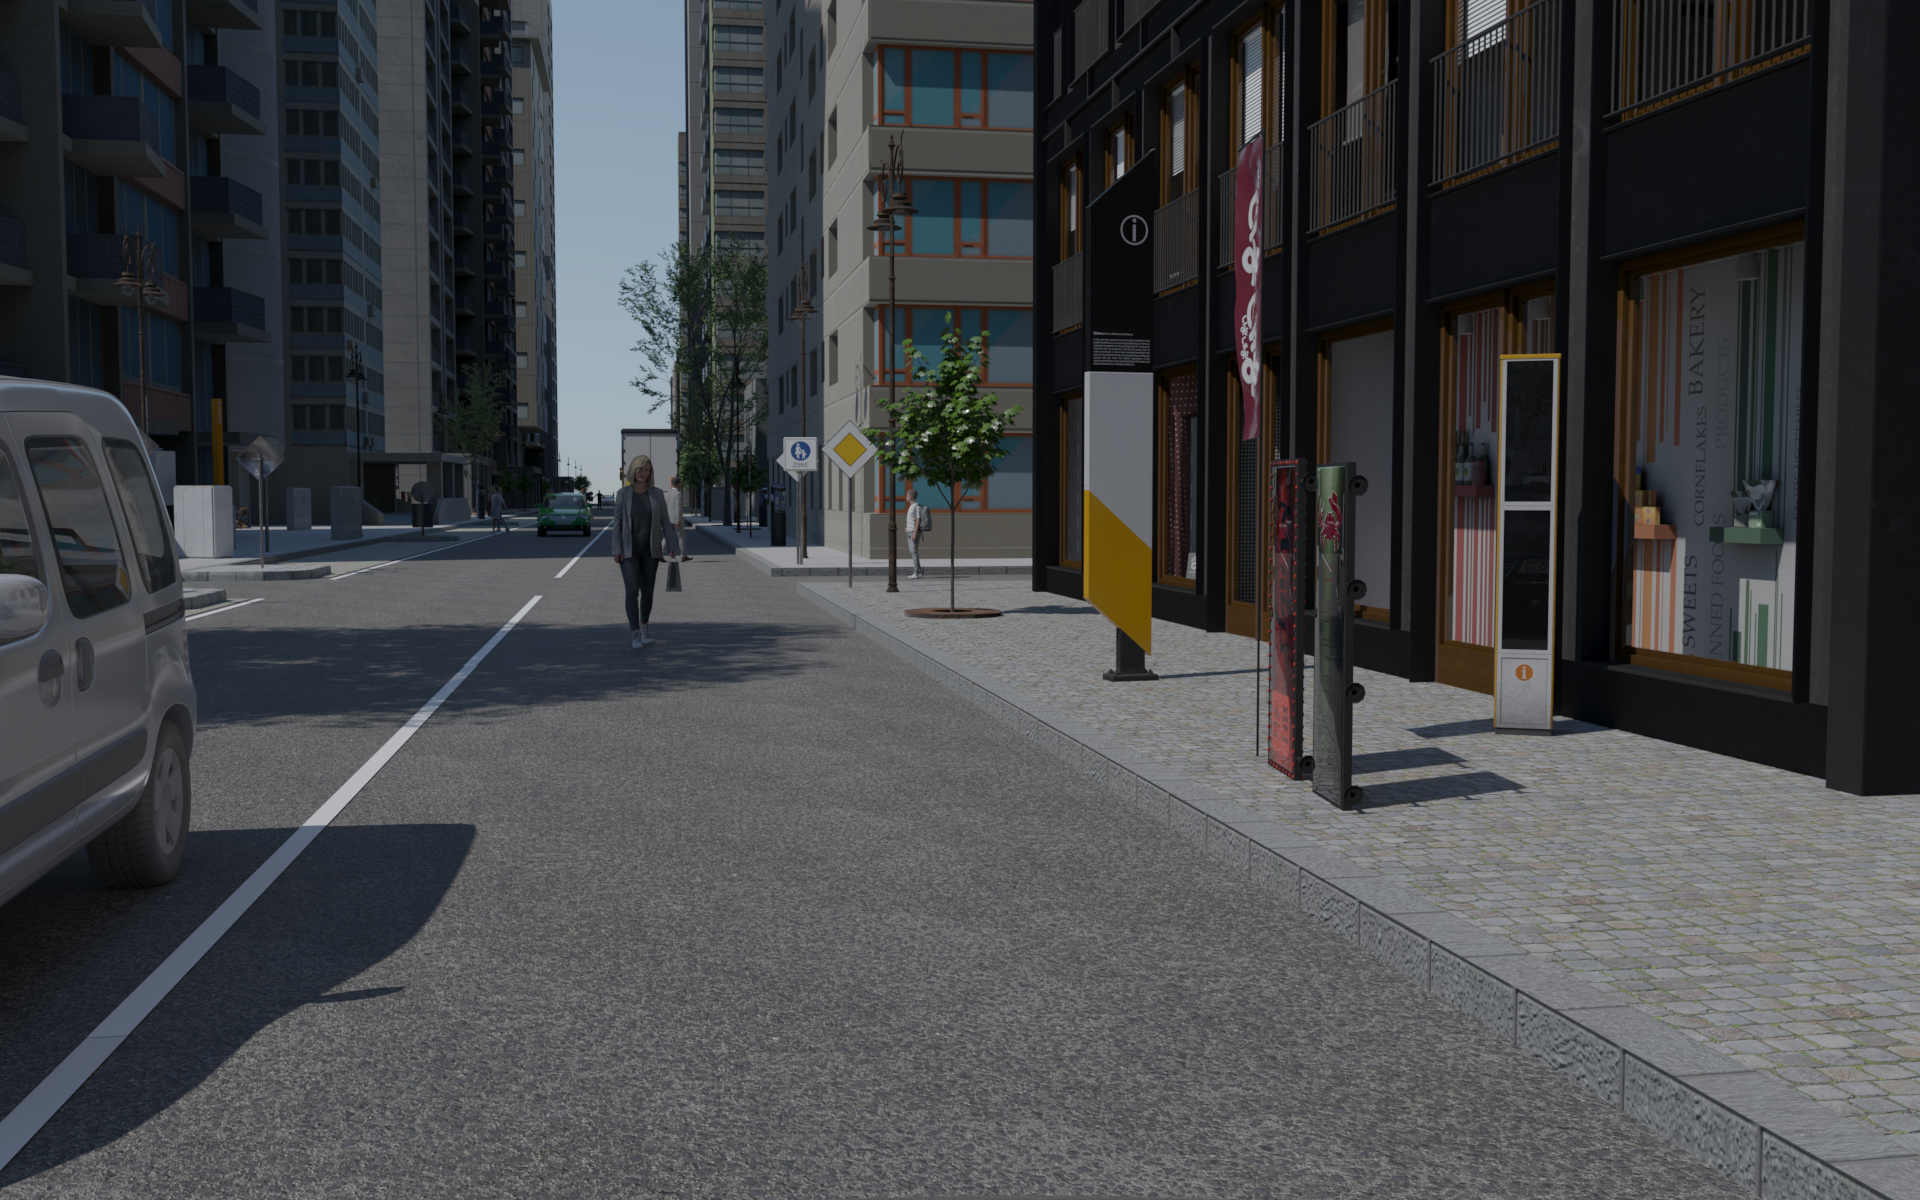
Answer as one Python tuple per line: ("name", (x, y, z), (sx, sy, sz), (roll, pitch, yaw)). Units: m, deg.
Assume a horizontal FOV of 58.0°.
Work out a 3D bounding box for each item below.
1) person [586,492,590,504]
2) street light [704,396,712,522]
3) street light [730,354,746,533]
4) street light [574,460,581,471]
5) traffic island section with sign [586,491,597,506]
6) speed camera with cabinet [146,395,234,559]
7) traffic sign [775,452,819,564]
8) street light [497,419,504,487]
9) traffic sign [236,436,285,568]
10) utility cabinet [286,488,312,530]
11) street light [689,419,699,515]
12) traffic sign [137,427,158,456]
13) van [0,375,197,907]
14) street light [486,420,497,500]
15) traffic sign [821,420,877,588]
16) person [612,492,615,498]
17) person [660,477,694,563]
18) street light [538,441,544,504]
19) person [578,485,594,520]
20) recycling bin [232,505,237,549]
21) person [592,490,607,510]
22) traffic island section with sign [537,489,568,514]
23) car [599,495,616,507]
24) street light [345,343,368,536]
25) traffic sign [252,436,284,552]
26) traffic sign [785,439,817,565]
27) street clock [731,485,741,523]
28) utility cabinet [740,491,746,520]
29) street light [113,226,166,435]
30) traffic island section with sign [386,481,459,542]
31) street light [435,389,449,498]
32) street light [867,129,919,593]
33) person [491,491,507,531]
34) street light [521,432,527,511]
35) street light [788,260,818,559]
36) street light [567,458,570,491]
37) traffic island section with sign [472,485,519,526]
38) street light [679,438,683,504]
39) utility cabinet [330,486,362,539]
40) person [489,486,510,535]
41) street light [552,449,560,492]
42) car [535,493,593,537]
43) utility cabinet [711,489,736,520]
("person", (-37.941, -10.182, 176.446), (0.593, 1.643, 0.415), (-3, 5, -43))
("street light", (-11.612, -6.576, 80.310), (0.468, 5.910, 1.993), (-1, 4, -10))
("street light", (-7.334, -5.162, 57.192), (0.468, 5.910, 1.993), (-1, 4, -10))
("street light", (-51.757, -15.940, 233.398), (0.468, 5.910, 1.993), (-1, 4, -10))
("traffic island section with sign", (-50.201, -13.907, 235.999), (1.989, 1.847, 2.006), (-1, 4, -10))
("speed camera with cabinet", (-15.624, -2.471, 34.743), (2.038, 3.252, 0.660), (1, 4, 17))
("traffic sign", (-2.956, -1.705, 31.518), (0.795, 2.450, 0.064), (-1, 4, -10))
("street light", (-28.167, -8.143, 105.927), (0.468, 5.910, 1.993), (-1, 4, -10))
("traffic sign", (-12.050, -1.604, 29.863), (0.795, 2.450, 0.064), (-1, 4, -10))
("utility cabinet", (-23.424, -3.224, 61.386), (0.318, 1.500, 1.173), (1, 4, 8))
("street light", (-15.908, -8.035, 104.162), (0.468, 5.910, 1.993), (-1, 4, -10))
("traffic sign", (-10.598, -1.123, 22.011), (0.795, 2.450, 0.064), (-1, 4, -10))
("van", (-3.460, 0.130, 4.888), (2.013, 2.044, 4.112), (-1, 4, -11))
("street light", (-26.931, -7.712, 98.878), (0.468, 5.910, 1.993), (-1, 4, -10))
("traffic sign", (-1.503, -1.225, 23.666), (0.795, 2.450, 0.064), (-1, 4, -10))
("person", (-51.410, -15.128, 256.531), (0.721, 1.739, 1.217), (-2, 4, -30))
("person", (-6.000, -1.685, 36.327), (0.678, 1.792, 0.850), (3, 5, 43))
("street light", (-36.671, -10.953, 151.865), (0.468, 5.910, 1.993), (-1, 4, -10))
("person", (-15.614, -3.876, 71.859), (0.713, 1.824, 0.794), (3, 4, 37))
("recycling bin", (-17.289, -1.690, 40.182), (0.722, 1.027, 0.722), (0, 4, 1))
("person", (-33.237, -9.245, 159.674), (1.348, 1.821, 0.705), (-1, 4, -23))
("traffic island section with sign", (-30.267, -7.313, 128.195), (1.989, 1.847, 2.006), (-1, 4, -10))
("car", (-40.578, -11.412, 198.941), (2.083, 1.381, 4.827), (-1, 4, -11))
("street light", (-18.405, -4.904, 52.973), (0.468, 5.910, 1.993), (-1, 4, -10))
("traffic sign", (-15.332, -2.334, 38.262), (0.768, 2.556, 0.104), (0, 4, -6))
("traffic sign", (-2.881, -1.788, 31.369), (0.606, 2.300, 0.079), (0, 4, -3))
("street clock", (-9.879, -4.407, 76.632), (0.471, 2.002, 0.358), (1, 4, 23))
("utility cabinet", (-11.170, -4.700, 85.523), (1.173, 1.500, 0.318), (1, 4, 14))
("street light", (-14.216, -3.509, 30.153), (0.468, 5.910, 1.993), (-1, 4, -10))
("traffic island section with sign", (-16.254, -2.680, 52.443), (1.989, 1.847, 2.006), (-1, 4, -10))
("street light", (-22.702, -6.317, 76.065), (0.468, 5.910, 1.993), (-1, 4, -10))
("street light", (-0.879, -3.038, 22.456), (0.468, 5.910, 1.993), (-1, 4, -10))
("person", (-17.570, -3.497, 66.341), (0.598, 1.740, 0.731), (1, 4, 16))
("street light", (-32.471, -9.557, 129.047), (0.468, 5.910, 1.993), (-1, 4, -10))
("street light", (-3.106, -3.767, 34.379), (0.468, 5.910, 1.993), (-1, 4, -10))
("street light", (-47.588, -14.544, 210.574), (0.468, 5.910, 1.993), (-1, 4, -10))
("traffic island section with sign", (-21.157, -4.301, 78.950), (1.989, 1.847, 2.006), (-1, 4, -10))
("street light", (-21.558, -9.877, 134.282), (0.468, 5.910, 1.993), (-1, 4, -10))
("utility cabinet", (-17.342, -2.464, 48.965), (0.318, 1.500, 1.173), (1, 4, 11))
("person", (-16.330, -3.181, 61.264), (0.760, 1.731, 0.466), (-3, 4, -36))
("street light", (-40.958, -12.365, 174.952), (0.468, 5.910, 1.993), (-1, 4, -10))
("car", (-13.637, -3.114, 59.711), (1.959, 1.807, 4.718), (-1, 4, -12))
("utility cabinet", (-11.402, -4.554, 83.144), (1.173, 1.500, 0.318), (3, 4, 37))
